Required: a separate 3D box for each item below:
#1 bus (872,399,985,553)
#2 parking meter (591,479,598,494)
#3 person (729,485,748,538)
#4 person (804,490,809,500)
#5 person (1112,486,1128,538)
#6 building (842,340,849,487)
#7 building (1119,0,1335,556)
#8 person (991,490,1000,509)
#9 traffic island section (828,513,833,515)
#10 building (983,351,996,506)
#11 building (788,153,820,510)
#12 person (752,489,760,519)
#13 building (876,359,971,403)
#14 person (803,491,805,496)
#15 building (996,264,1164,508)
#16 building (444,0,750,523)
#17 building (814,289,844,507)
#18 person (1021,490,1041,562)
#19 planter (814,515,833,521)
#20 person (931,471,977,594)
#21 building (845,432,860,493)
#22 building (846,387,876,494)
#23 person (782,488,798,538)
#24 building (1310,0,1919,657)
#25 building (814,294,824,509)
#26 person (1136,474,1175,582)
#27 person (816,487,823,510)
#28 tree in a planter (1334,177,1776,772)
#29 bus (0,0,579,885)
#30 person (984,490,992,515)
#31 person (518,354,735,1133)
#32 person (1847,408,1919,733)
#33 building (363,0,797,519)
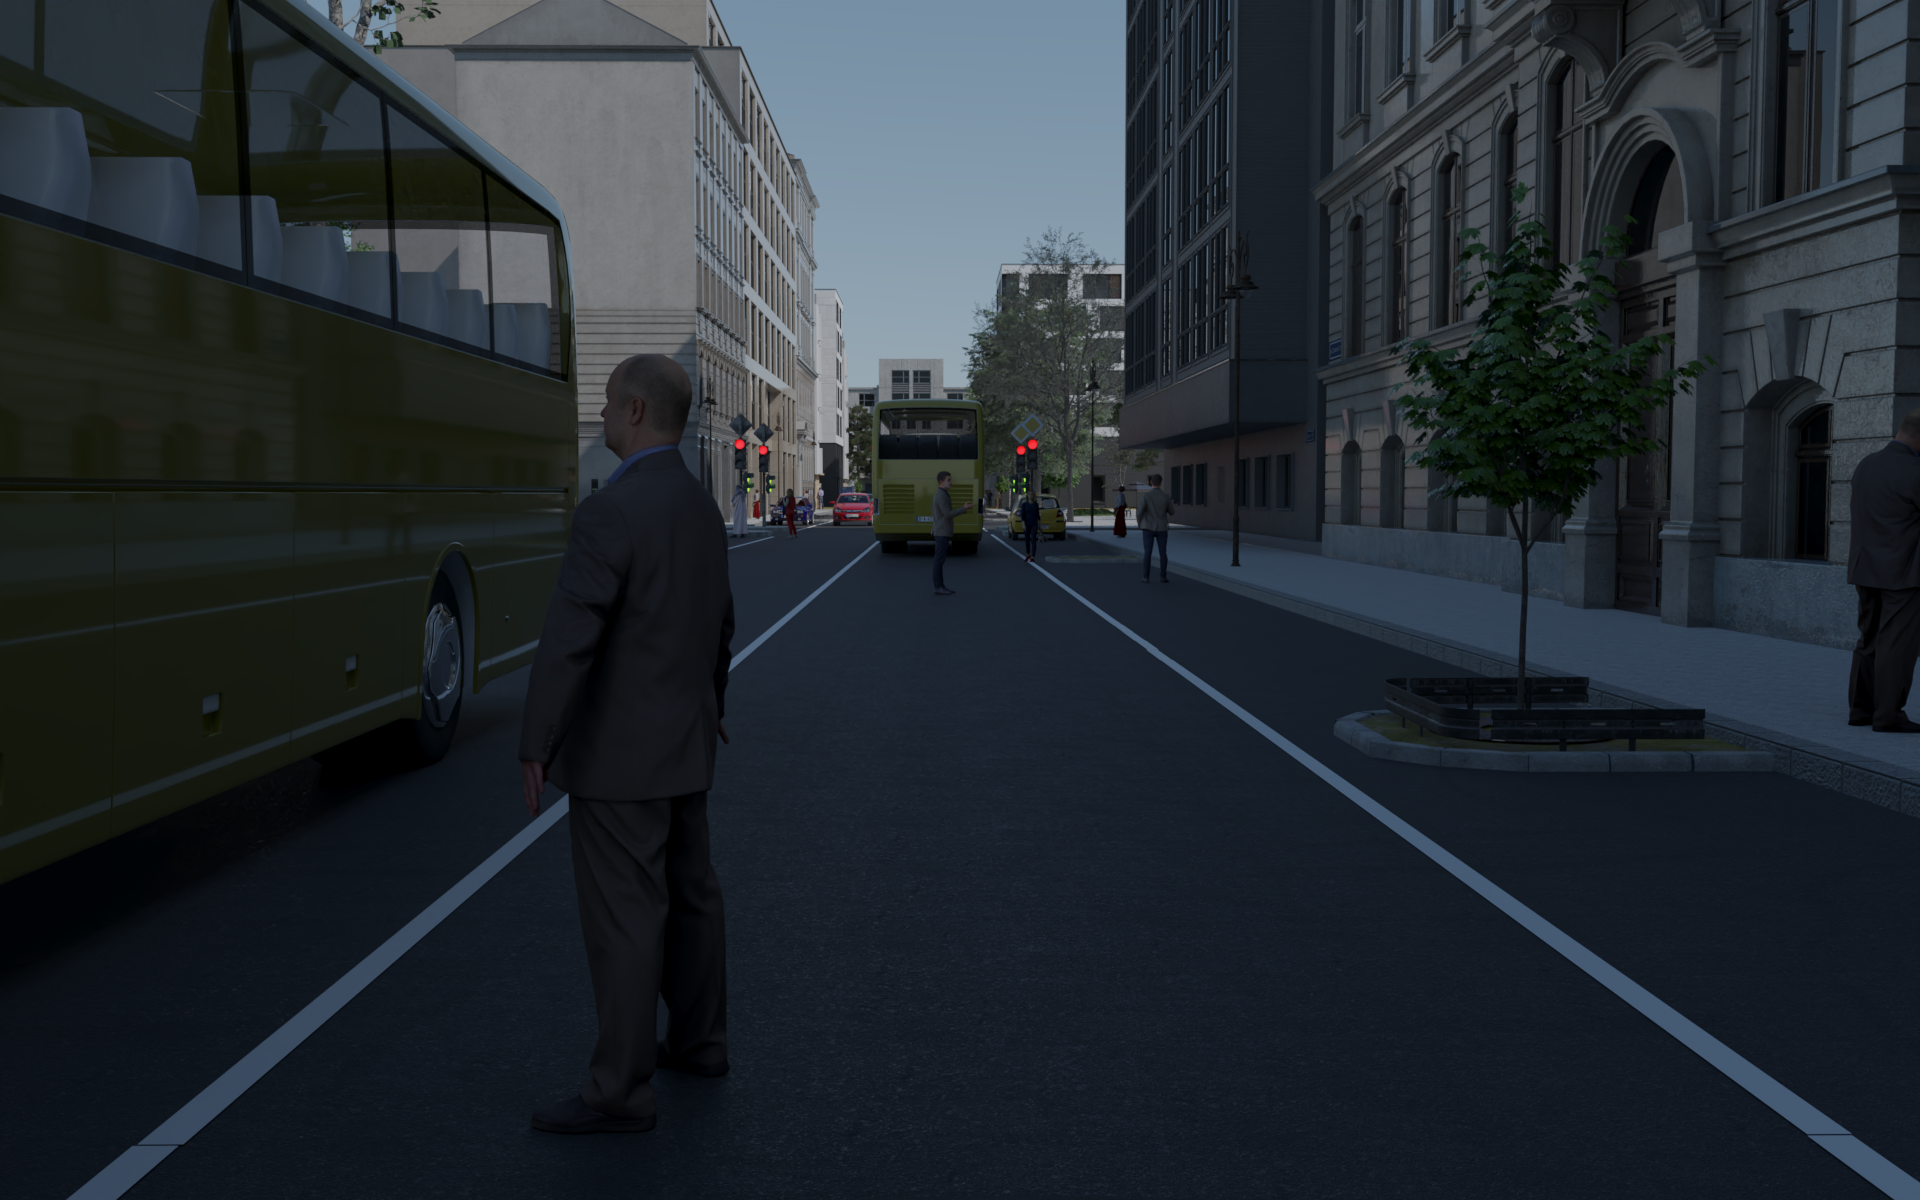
[{"bbox_3d":[-0.775,-3.261,44.858,2.896,3.916,12.252,0,4,-1],"label":"bus"},{"bbox_3d":[-14.019,-3.719,66.517,0.255,1.863,0.399,-1,4,-12],"label":"parking meter"},{"bbox_3d":[-7.257,-2.922,56.945,0.621,1.740,0.551,1,4,18],"label":"person"},{"bbox_3d":[-10.023,-6.367,112.609,0.523,1.526,0.387,-3,4,-39],"label":"person"},{"bbox_3d":[4.709,-2.591,50.875,0.387,1.526,0.523,1,4,22],"label":"person"},{"bbox_3d":[-20.368,-20.538,192.222,16.016,20.091,11.380,0,4,-1],"label":"building"},{"bbox_3d":[12.634,-15.492,46.799,14.314,27.812,24.014,0,4,-1],"label":"building"},{"bbox_3d":[3.203,-8.957,152.491,0.705,1.824,1.348,-2,4,-34],"label":"person"},{"bbox_3d":[-8.083,-5.912,119.524,1.991,0.108,1.994,0,4,-1],"label":"traffic island section"},{"bbox_3d":[11.406,-20.561,202.629,16.747,18.905,31.486,0,4,-1],"label":"building"},{"bbox_3d":[-17.780,-21.062,130.265,13.634,28.700,20.117,0,4,-1],"label":"building"},{"bbox_3d":[-10.411,-4.896,88.559,0.387,1.526,0.523,0,4,7],"label":"person"},{"bbox_3d":[5.027,-22.532,234.857,31.486,18.905,16.747,0,4,-1],"label":"building"},{"bbox_3d":[-10.258,-6.424,113.770,0.600,1.496,0.574,0,4,3],"label":"person"},{"bbox_3d":[17.400,-19.953,170.212,27.936,21.610,32.646,0,4,-1],"label":"building"},{"bbox_3d":[-15.027,-13.880,76.095,9.793,20.994,18.267,0,4,-1],"label":"building"},{"bbox_3d":[-26.256,-19.948,170.117,27.936,21.610,32.646,0,4,-1],"label":"building"},{"bbox_3d":[1.470,-1.560,36.551,0.480,1.512,0.613,-1,4,-22],"label":"person"},{"bbox_3d":[-7.683,-4.354,92.325,1.991,0.319,1.994,0,4,-1],"label":"planter"},{"bbox_3d":[-0.083,-0.964,24.799,0.750,1.759,0.617,1,4,12],"label":"person"},{"bbox_3d":[-26.505,-16.650,214.375,28.070,9.664,9.099,0,4,-1],"label":"building"},{"bbox_3d":[-26.461,-22.528,234.785,31.486,18.905,16.747,0,4,-1],"label":"building"},{"bbox_3d":[-5.560,-2.843,56.684,0.593,1.614,0.444,-2,4,-27],"label":"person"},{"bbox_3d":[12.746,-12.140,17.579,14.460,24.649,34.723,0,4,-1],"label":"building"},{"bbox_3d":[-19.770,-17.851,148.283,16.016,20.091,11.380,0,4,-1],"label":"building"},{"bbox_3d":[3.191,-1.176,28.259,0.617,1.759,0.750,0,4,8],"label":"person"},{"bbox_3d":[-11.514,-8.321,141.956,0.599,1.838,0.709,2,4,31],"label":"person"},{"bbox_3d":[3.220,-0.771,9.833,1.991,3.239,1.994,0,4,-1],"label":"tree in a planter"},{"bbox_3d":[-3.903,-0.903,6.312,2.896,3.916,12.252,0,4,-1],"label":"bus"},{"bbox_3d":[1.576,-6.549,116.494,0.541,1.710,0.530,3,5,44],"label":"person"},{"bbox_3d":[-0.789,0.305,4.065,0.434,1.755,0.990,1,4,19],"label":"person"},{"bbox_3d":[5.124,-0.164,9.404,0.600,1.739,0.565,-3,4,-38],"label":"person"},{"bbox_3d":[-20.668,-18.226,102.513,19.350,26.468,34.151,0,4,-1],"label":"building"}]
